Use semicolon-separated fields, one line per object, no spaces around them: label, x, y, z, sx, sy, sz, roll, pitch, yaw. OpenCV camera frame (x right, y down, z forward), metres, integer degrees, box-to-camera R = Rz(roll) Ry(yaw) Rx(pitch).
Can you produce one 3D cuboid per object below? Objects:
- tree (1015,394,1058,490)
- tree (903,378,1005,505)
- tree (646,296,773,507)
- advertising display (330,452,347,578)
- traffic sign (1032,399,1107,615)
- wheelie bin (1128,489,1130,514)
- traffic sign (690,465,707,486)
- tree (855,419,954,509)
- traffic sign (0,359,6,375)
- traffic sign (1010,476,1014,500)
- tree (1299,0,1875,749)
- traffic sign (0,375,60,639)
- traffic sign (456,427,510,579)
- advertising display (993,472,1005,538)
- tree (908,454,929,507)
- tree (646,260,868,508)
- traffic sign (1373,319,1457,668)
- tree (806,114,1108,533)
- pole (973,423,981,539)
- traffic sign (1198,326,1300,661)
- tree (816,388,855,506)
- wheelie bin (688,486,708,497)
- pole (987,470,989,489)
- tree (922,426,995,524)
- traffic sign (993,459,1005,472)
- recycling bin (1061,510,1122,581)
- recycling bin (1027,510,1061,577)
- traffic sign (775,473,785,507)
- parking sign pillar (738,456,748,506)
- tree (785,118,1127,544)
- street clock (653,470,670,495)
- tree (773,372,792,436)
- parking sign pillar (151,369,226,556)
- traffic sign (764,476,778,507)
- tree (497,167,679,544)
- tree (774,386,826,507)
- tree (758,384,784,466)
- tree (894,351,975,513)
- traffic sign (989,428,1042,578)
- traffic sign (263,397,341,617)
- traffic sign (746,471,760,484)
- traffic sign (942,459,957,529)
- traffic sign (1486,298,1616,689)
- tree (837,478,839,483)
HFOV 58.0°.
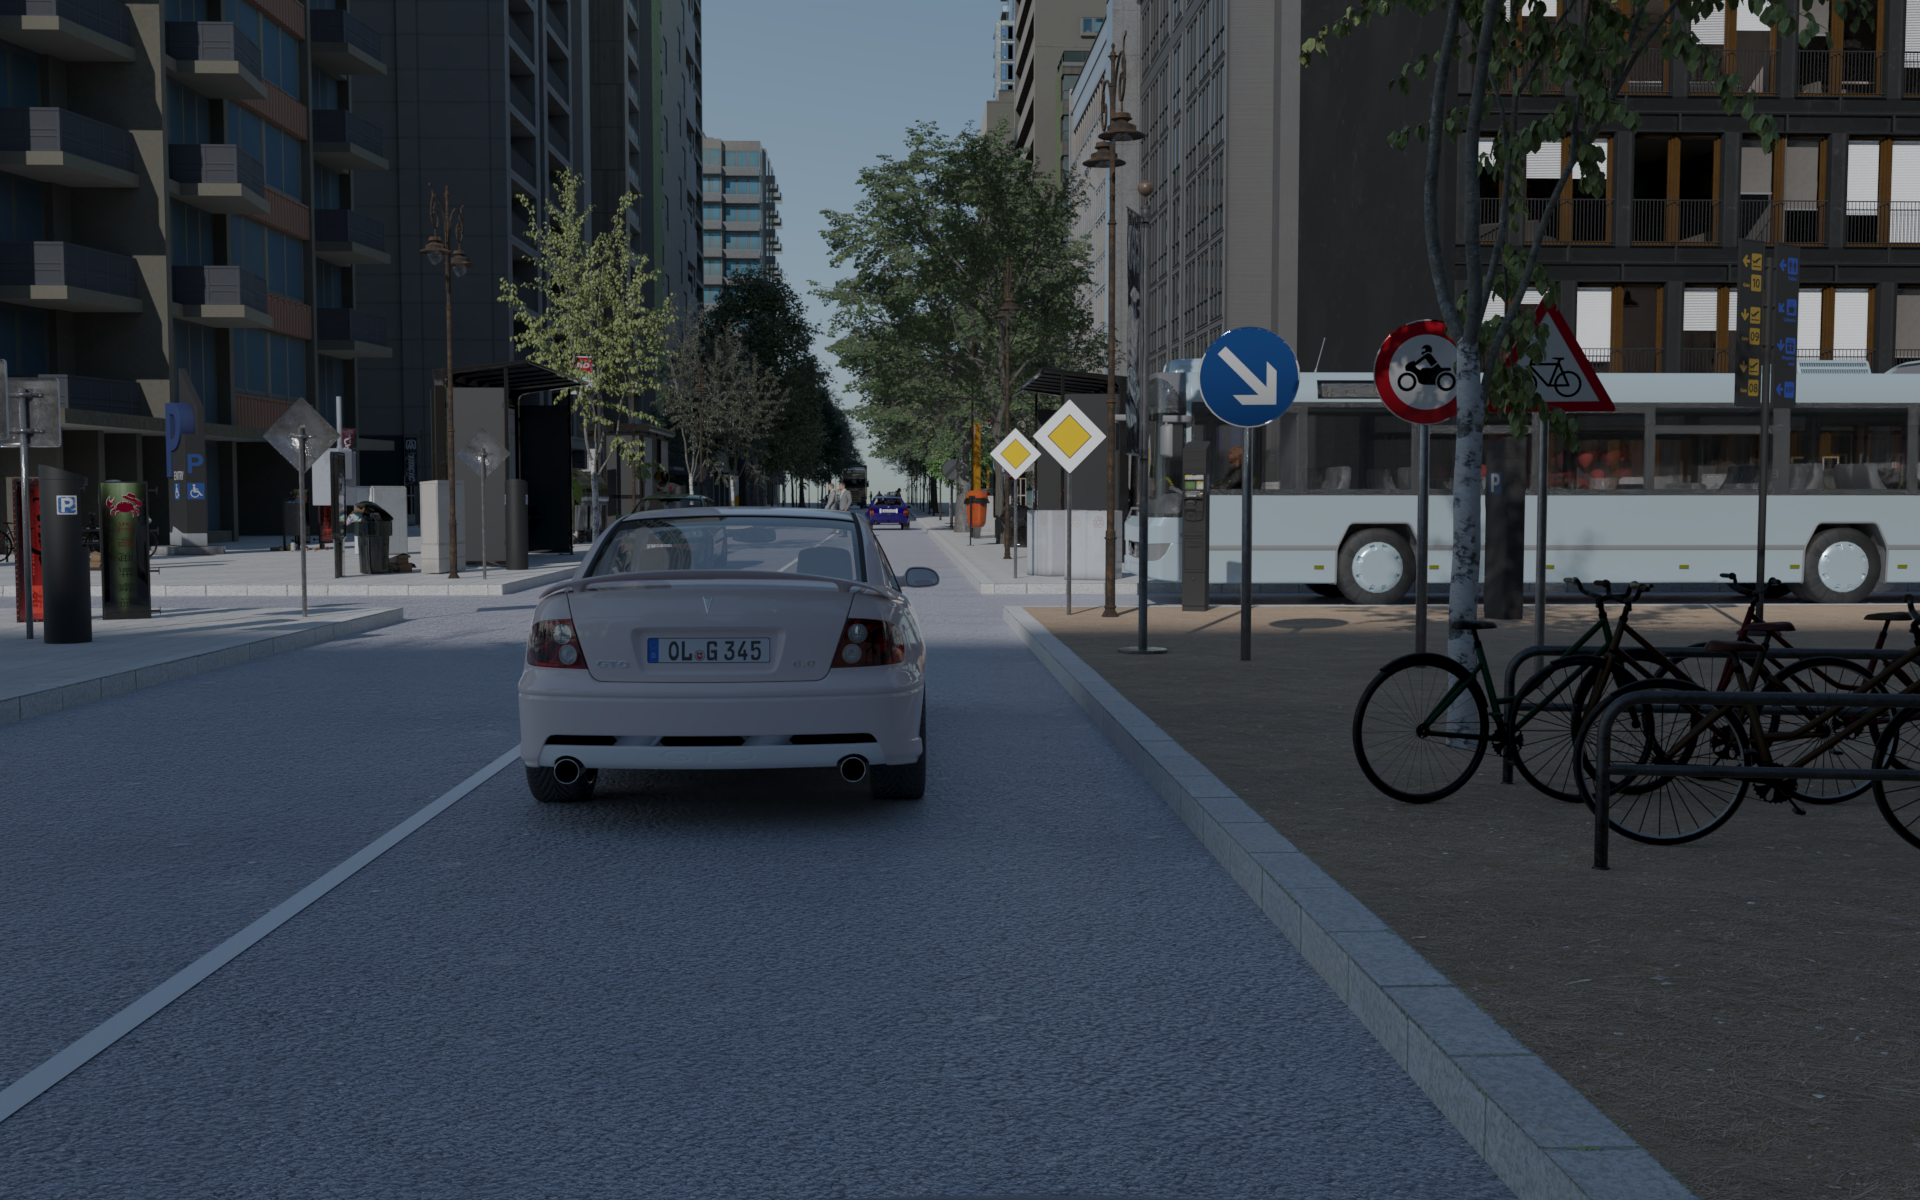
tree;3.964;-9.025;97.929;4.360;8.622;3.978;0;3;0
tree;-0.251;-8.511;89.510;4.360;8.622;3.978;0;3;0
tree;-9.901;-6.983;64.534;4.360;8.622;3.978;0;3;0
advertising display;-9.580;-1.315;26.710;0.123;1.923;0.974;-1;4;-13
traffic sign;1.152;-0.897;18.309;0.795;2.450;0.064;0;4;-2
wheelie bin;6.729;-3.914;71.894;0.980;1.594;0.693;-3;4;-37
traffic sign;-11.484;-4.639;75.949;0.768;2.556;0.104;0;4;-1
tree;-2.594;-14.734;151.271;12.009;13.543;11.850;0;3;0
traffic sign;-7.538;-0.677;13.198;0.606;2.300;0.079;0;4;5
traffic sign;1.921;-3.993;65.398;0.768;2.556;0.104;0;4;4
tree;2.789;-3.556;8.509;4.737;8.622;4.395;0;3;0
traffic sign;-8.234;-0.804;15.272;0.606;2.300;0.079;0;4;-2
traffic sign;-7.149;-1.367;25.998;0.795;2.450;0.064;0;4;-2
advertising display;1.196;-2.792;50.856;0.123;1.923;0.974;1;4;22
tree;-3.348;-13.589;172.547;4.737;8.622;4.395;0;3;0
tree;-10.168;-10.268;84.885;9.611;12.733;9.660;0;3;0
traffic sign;3.404;-0.772;12.722;0.768;2.556;0.104;0;4;4
tree;0.007;-9.230;57.567;9.857;13.997;8.962;0;3;0
pole;0.489;-3.417;49.717;0.158;3.312;0.155;0;3;0
traffic sign;2.205;-0.806;13.286;0.768;2.556;0.104;0;4;7
tree;-15.242;-17.255;192.494;12.009;13.543;11.850;0;3;0
wheelie bin;-10.513;-3.755;69.304;0.980;1.594;0.693;0;4;-3
pole;1.487;-6.132;94.104;0.158;3.312;0.155;0;3;0
tree;0.072;-5.586;75.046;4.285;4.588;4.351;0;3;0
traffic sign;1.381;-3.159;51.764;0.768;2.556;0.104;0;4;7
recycling bin;2.008;-0.826;26.064;0.722;1.027;0.722;1;4;21
recycling bin;1.532;-0.903;27.325;0.722;1.027;0.722;-2;4;-28
traffic sign;-10.263;-5.968;97.680;0.768;2.556;0.104;0;4;2
parking sign pillar;-12.136;-6.614;96.610;1.447;3.967;1.447;0;4;-1
tree;0.734;-6.707;44.066;7.601;10.594;8.767;-2;4;-27
street clock;-8.806;-2.849;51.152;0.471;2.002;0.358;0;4;-7
tree;-9.297;-7.406;71.448;4.360;8.622;3.978;0;3;0
parking sign pillar;-16.401;-2.951;36.716;1.447;3.967;1.447;-3;4;-39
traffic sign;-10.577;-5.923;96.946;0.768;2.556;0.104;0;4;-1
tree;-8.286;-5.431;39.156;4.737;8.622;4.395;0;3;0
tree;-10.684;-9.586;107.097;4.737;8.622;4.395;0;3;0
tree;-12.534;-11.998;130.584;8.767;10.594;7.601;0;4;2
tree;-1.770;-11.649;116.215;9.928;11.665;9.643;0;3;0
traffic sign;0.840;-1.385;26.289;0.795;2.450;0.064;0;4;-2
traffic sign;-6.837;-0.879;18.019;0.795;2.450;0.064;0;4;-2
traffic sign;-11.038;-5.650;92.476;0.768;2.556;0.104;0;4;2
traffic sign;-0.290;-3.880;63.540;0.768;2.556;0.104;0;4;3
traffic sign;3.808;-0.693;11.328;0.884;2.594;0.081;0;4;6
tree;-16.297;-17.733;240.288;4.360;8.622;3.978;0;3;0
